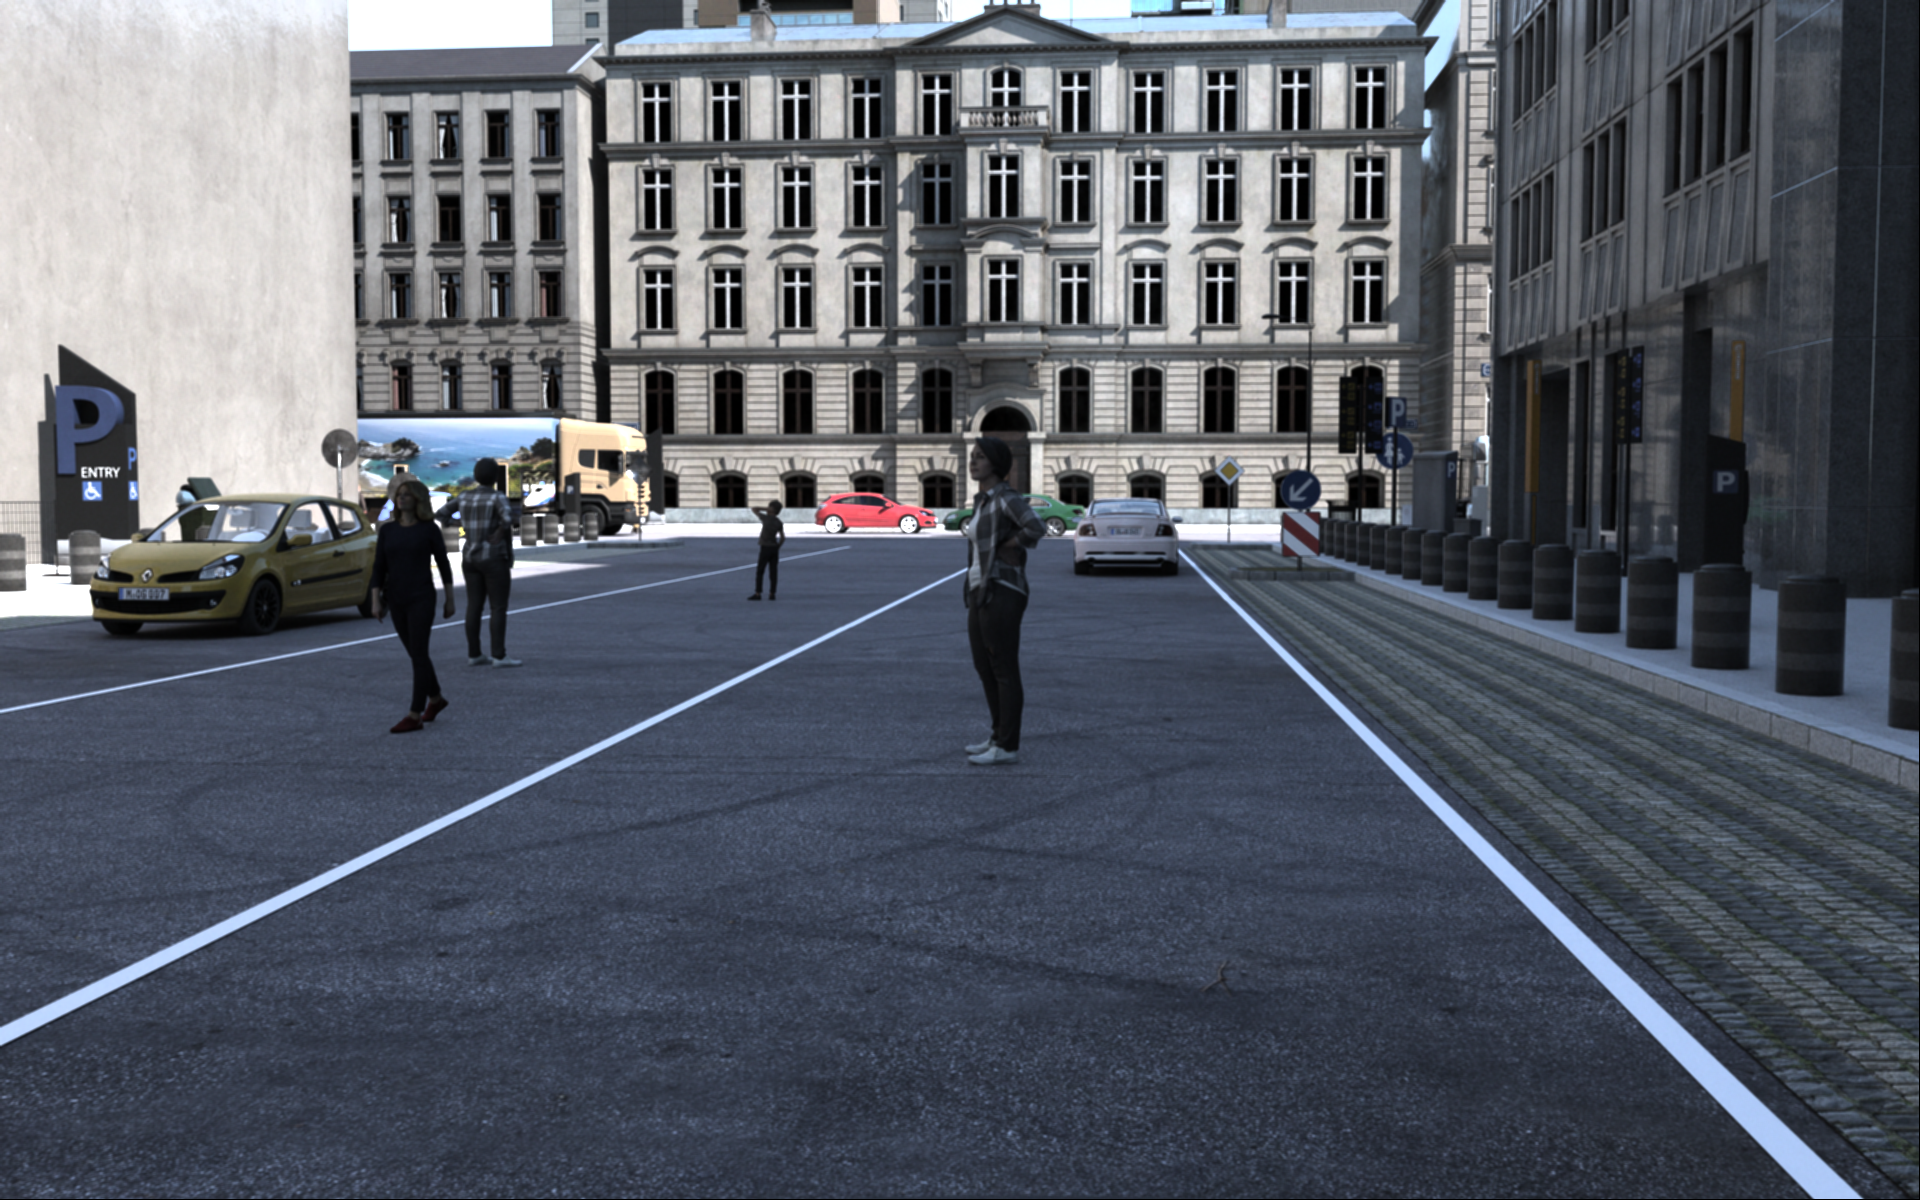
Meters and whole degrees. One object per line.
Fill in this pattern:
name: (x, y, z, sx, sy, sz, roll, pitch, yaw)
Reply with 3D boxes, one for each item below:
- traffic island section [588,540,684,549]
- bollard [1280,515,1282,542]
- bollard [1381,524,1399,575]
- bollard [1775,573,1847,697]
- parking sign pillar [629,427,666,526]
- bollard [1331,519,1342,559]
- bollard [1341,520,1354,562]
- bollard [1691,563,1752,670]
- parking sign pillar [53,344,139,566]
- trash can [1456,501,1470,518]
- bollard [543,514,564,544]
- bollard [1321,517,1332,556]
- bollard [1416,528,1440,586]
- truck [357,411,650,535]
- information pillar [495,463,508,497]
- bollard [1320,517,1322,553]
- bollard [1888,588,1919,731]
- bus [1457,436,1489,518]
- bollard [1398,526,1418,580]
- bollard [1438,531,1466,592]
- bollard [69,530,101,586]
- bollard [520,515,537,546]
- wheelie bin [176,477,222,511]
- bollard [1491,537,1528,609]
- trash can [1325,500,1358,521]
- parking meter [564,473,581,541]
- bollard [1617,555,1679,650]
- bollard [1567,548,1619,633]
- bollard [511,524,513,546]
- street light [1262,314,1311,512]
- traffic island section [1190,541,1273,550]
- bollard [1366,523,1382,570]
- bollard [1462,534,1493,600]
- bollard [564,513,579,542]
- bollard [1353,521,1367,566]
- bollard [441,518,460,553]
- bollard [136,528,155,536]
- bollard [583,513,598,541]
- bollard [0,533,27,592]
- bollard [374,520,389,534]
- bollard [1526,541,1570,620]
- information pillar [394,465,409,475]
traffic island section: (-8.667, -1.501, 46.814, 2.009, 0.180, 2.903, 0, 4, 5)
bollard: (8.728, -1.916, 46.049, 0.404, 0.777, 0.398, 0, 3, 0)
bollard: (7.019, -0.796, 27.735, 0.404, 0.777, 0.398, 0, 3, 0)
bollard: (5.475, 0.218, 11.146, 0.404, 0.777, 0.398, 0, 3, 0)
parking sign pillar: (-12.540, -4.950, 69.410, 1.447, 3.967, 1.447, 0, 4, 4)
bollard: (7.641, -1.203, 34.387, 0.404, 0.777, 0.398, 0, 3, 0)
bollard: (7.482, -1.102, 32.730, 0.404, 0.777, 0.398, 0, 3, 0)
bollard: (5.629, 0.117, 12.804, 0.404, 0.777, 0.398, 0, 3, 0)
parking sign pillar: (-15.581, -2.616, 31.237, 1.447, 3.967, 1.447, 0, 4, -1)
trash can: (10.594, -1.570, 37.318, 0.748, 1.137, 0.748, 0, 3, 0)
bollard: (-10.492, -1.816, 44.403, 0.404, 0.777, 0.398, 0, 3, 0)
bollard: (7.802, -1.306, 36.064, 0.404, 0.777, 0.398, 0, 3, 0)
bollard: (6.713, -0.593, 24.413, 0.404, 0.777, 0.398, 0, 3, 0)
truck: (-15.862, -4.354, 60.101, 11.283, 4.237, 2.839, 0, 4, 6)
information pillar: (-11.005, -2.269, 41.596, 0.304, 2.012, 0.304, -1, 4, -15)
bollard: (7.952, -1.407, 37.721, 0.404, 0.777, 0.398, 0, 3, 0)
bollard: (5.320, 0.320, 9.490, 0.404, 0.777, 0.398, 0, 3, 0)
bus: (20.949, -3.491, 51.943, 13.247, 3.499, 2.948, 0, 4, 7)
bollard: (6.867, -0.694, 26.069, 0.404, 0.777, 0.398, 0, 3, 0)
bollard: (6.558, -0.492, 22.757, 0.404, 0.777, 0.398, 0, 3, 0)
bollard: (-12.353, -0.596, 24.458, 0.404, 0.777, 0.398, 0, 3, 0)
bollard: (-10.648, -1.714, 42.736, 0.404, 0.777, 0.398, 0, 3, 0)
wheelie bin: (-14.566, -1.546, 33.177, 0.693, 1.594, 0.980, 1, 4, 15)
bollard: (6.245, -0.288, 19.429, 0.404, 0.777, 0.398, 0, 3, 0)
trash can: (8.517, -1.650, 38.626, 0.748, 1.137, 0.748, 0, 3, 0)
parking meter: (-10.533, -2.530, 47.082, 0.399, 1.863, 0.255, 1, 4, 20)
bollard: (5.781, 0.016, 14.461, 0.404, 0.777, 0.398, 0, 3, 0)
bollard: (5.940, -0.086, 16.117, 0.404, 0.777, 0.398, 0, 3, 0)
bollard: (-10.807, -1.612, 41.066, 0.404, 0.777, 0.398, 0, 3, 0)
street light: (8.480, -4.419, 44.793, 1.470, 5.913, 1.316, 0, 4, 5)
traffic island section: (7.056, -1.411, 45.349, 2.009, 0.180, 2.903, 0, 4, 5)
bollard: (7.176, -0.899, 29.416, 0.404, 0.777, 0.398, 0, 3, 0)
bollard: (6.401, -0.390, 21.096, 0.404, 0.777, 0.398, 0, 3, 0)
bollard: (-10.344, -1.917, 46.060, 0.404, 0.777, 0.398, 0, 3, 0)
bollard: (7.330, -1.000, 31.074, 0.404, 0.777, 0.398, 0, 3, 0)
bollard: (-11.110, -1.409, 37.748, 0.404, 0.777, 0.398, 0, 3, 0)
bollard: (-12.195, -0.698, 26.127, 0.404, 0.777, 0.398, 0, 3, 0)
bollard: (-10.180, -2.018, 47.716, 0.404, 0.777, 0.398, 0, 3, 0)
bollard: (-12.509, -0.494, 22.789, 0.404, 0.777, 0.398, 0, 3, 0)
bollard: (-11.423, -1.206, 34.427, 0.404, 0.777, 0.398, 0, 3, 0)
bollard: (6.090, -0.187, 17.773, 0.404, 0.777, 0.398, 0, 3, 0)
information pillar: (-14.076, -2.398, 43.696, 0.304, 2.012, 0.304, 0, 4, -7)
